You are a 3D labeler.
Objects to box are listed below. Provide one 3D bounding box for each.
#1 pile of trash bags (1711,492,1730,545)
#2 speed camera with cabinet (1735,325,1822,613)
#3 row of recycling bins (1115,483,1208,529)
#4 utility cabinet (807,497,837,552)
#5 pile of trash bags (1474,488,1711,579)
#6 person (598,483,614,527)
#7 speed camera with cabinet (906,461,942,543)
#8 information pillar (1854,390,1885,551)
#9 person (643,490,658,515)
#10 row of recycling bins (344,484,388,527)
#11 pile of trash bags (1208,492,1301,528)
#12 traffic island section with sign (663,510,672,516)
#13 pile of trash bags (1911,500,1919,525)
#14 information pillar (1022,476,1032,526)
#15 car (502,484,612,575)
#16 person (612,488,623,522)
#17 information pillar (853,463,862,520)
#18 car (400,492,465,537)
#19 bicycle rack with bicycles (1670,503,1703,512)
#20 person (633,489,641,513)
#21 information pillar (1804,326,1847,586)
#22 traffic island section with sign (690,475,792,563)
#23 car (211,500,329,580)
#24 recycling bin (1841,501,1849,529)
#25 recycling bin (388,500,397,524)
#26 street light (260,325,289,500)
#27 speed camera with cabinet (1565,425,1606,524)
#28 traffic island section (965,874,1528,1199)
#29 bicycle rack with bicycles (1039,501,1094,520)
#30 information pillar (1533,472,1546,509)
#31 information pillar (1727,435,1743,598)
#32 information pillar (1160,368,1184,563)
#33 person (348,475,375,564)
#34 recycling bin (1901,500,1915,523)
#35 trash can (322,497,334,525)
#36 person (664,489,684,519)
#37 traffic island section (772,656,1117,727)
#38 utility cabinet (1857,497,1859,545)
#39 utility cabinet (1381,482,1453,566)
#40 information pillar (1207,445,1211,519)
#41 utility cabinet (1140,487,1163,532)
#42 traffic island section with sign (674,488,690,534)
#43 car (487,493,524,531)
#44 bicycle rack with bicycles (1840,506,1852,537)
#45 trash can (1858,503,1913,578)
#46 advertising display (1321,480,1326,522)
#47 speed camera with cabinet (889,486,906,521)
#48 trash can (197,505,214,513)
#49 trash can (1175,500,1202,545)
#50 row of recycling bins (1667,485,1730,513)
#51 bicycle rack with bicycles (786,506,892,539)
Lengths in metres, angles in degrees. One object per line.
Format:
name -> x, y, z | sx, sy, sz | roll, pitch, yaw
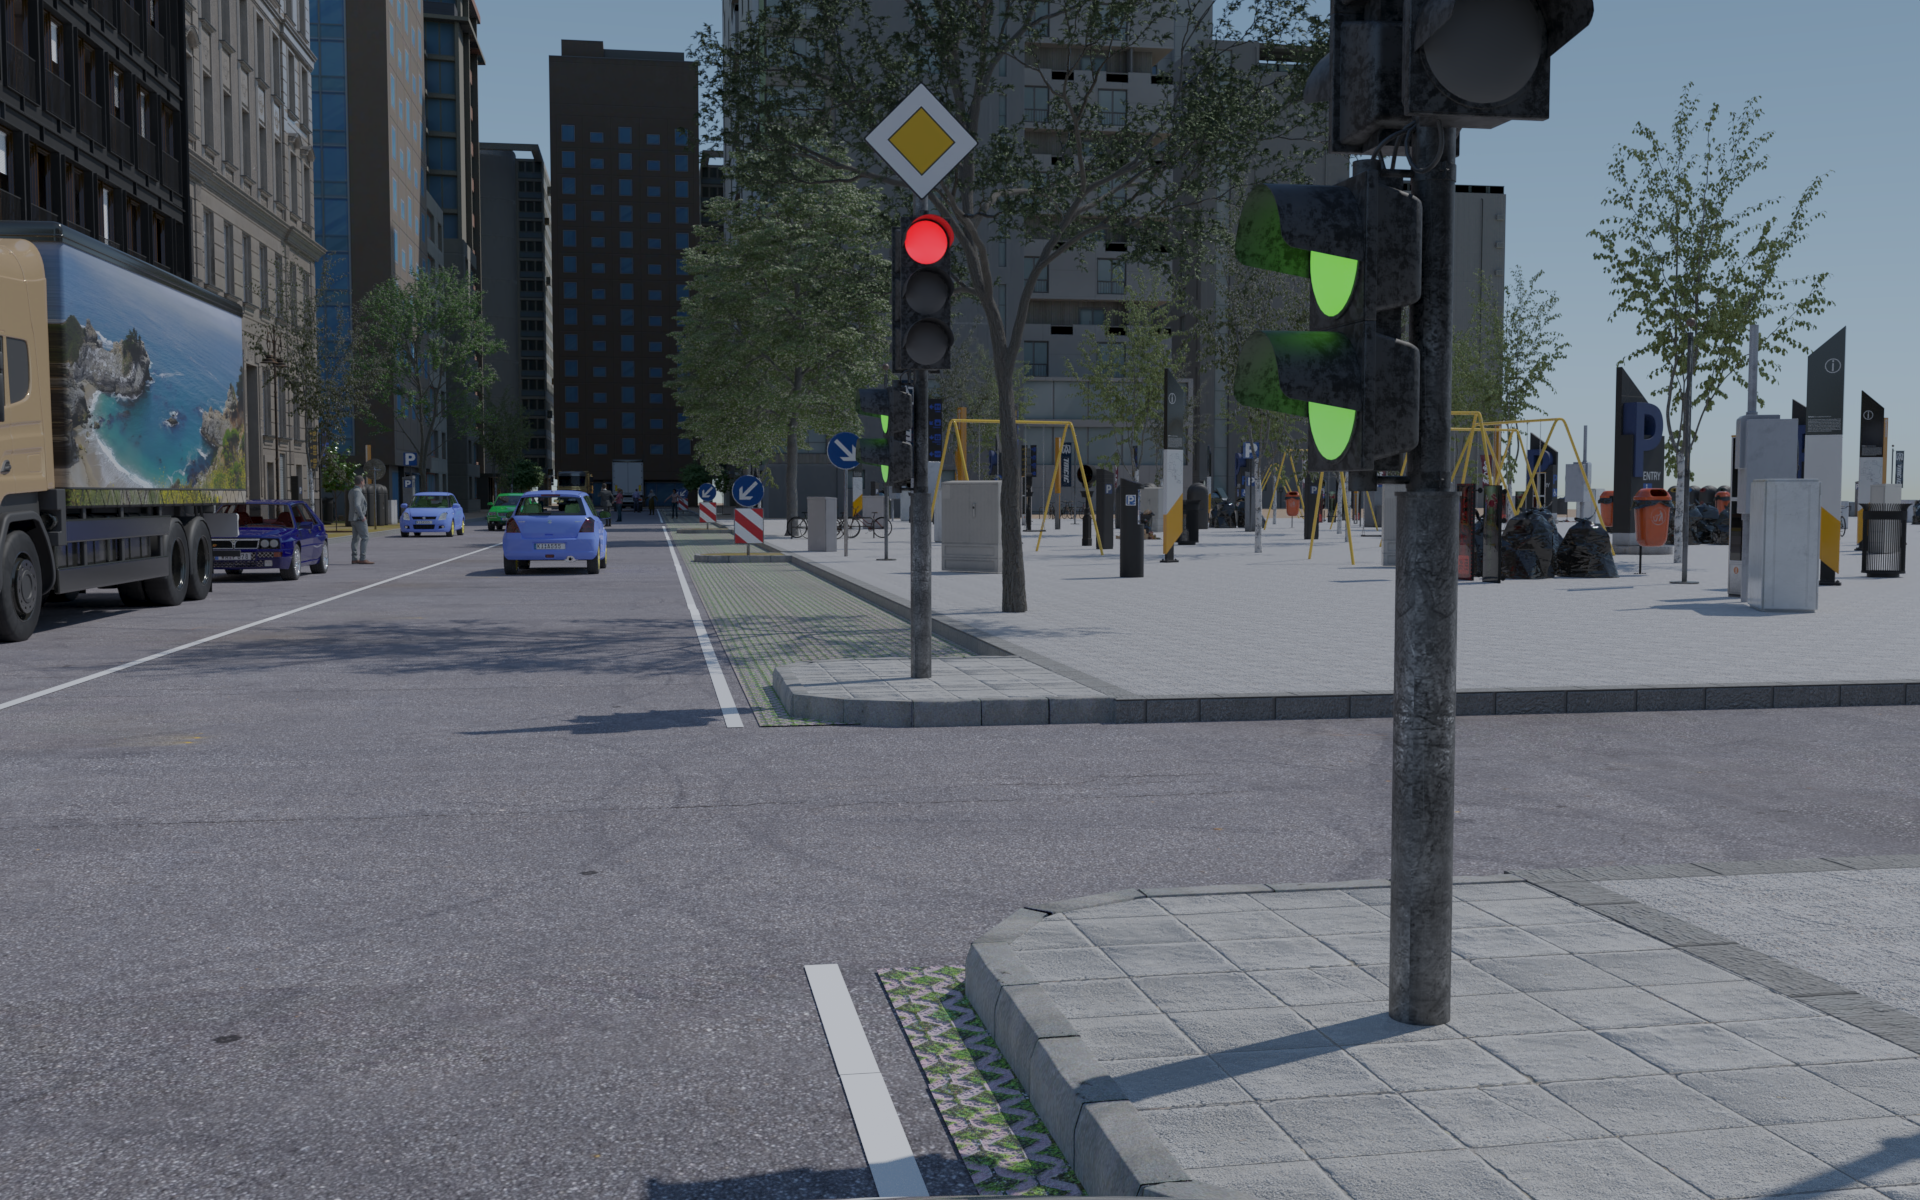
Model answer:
pile of trash bags -> 18.088, -2.112, 44.279 | 3.447, 1.369, 1.912 | 0, 4, 5
speed camera with cabinet -> 9.269, -1.547, 19.623 | 0.660, 3.252, 2.038 | 1, 4, 16
row of recycling bins -> 7.418, -3.466, 63.779 | 3.534, 1.692, 1.069 | 1, 4, 20
utility cabinet -> -3.084, -1.691, 38.814 | 0.306, 1.237, 1.020 | -2, 4, -28
pile of trash bags -> 9.596, -1.064, 27.153 | 3.447, 1.369, 1.912 | -1, 4, -14
person -> -15.547, -4.164, 75.942 | 0.474, 1.900, 0.648 | 3, 5, 40
speed camera with cabinet -> -0.502, -3.170, 46.171 | 0.660, 3.252, 2.038 | -3, 4, -37
information pillar -> 20.536, -2.919, 39.086 | 0.504, 3.616, 0.183 | 1, 4, 11
person -> -21.075, -6.658, 118.094 | 1.217, 1.736, 0.721 | 2, 4, 27
row of recycling bins -> -23.671, -3.799, 69.231 | 1.069, 1.692, 3.534 | 0, 4, -2
pile of trash bags -> 11.121, -3.401, 65.355 | 3.447, 1.369, 1.912 | 0, 4, 8
traffic island section with sign -> -18.074, -6.341, 112.302 | 1.989, 1.847, 2.006 | -1, 4, -10
pile of trash bags -> 41.407, -3.883, 73.247 | 1.912, 1.369, 3.447 | 3, 4, 36
information pillar -> 2.719, -4.048, 70.669 | 0.304, 2.012, 0.304 | 3, 4, 38
car -> -7.484, -1.383, 32.200 | 1.945, 1.707, 3.694 | -1, 4, -9
person -> -17.728, -4.922, 89.696 | 0.721, 1.743, 1.217 | 1, 4, 13
information pillar -> -5.068, -5.752, 85.405 | 0.504, 3.616, 0.183 | -1, 4, -22
car -> -17.871, -3.002, 58.677 | 1.945, 1.707, 3.694 | 0, 4, -8
bicycle rack with bicycles -> 28.725, -3.269, 66.836 | 2.925, 0.926, 2.852 | 0, 4, 7
person -> -24.919, -7.670, 133.769 | 0.709, 1.838, 0.599 | 1, 4, 17
information pillar -> 12.119, -2.013, 24.272 | 0.504, 3.616, 0.183 | 2, 4, 33
traffic island section with sign -> -4.636, -1.719, 36.733 | 1.989, 1.847, 2.006 | -1, 4, -10
car -> -12.057, -1.054, 29.817 | 1.945, 1.354, 3.894 | -1, 4, -10
recycling bin -> 32.001, -3.112, 63.441 | 0.722, 1.027, 0.722 | -2, 4, -24
recycling bin -> -24.307, -3.719, 73.353 | 0.722, 1.027, 0.722 | 0, 4, 2
street light -> -18.755, -4.571, 47.519 | 0.468, 5.910, 1.993 | -1, 4, -10
speed camera with cabinet -> 18.245, -3.437, 50.525 | 0.660, 3.252, 2.038 | 3, 4, 37
traffic island section -> 1.149, 1.103, 4.252 | 2.009, 0.180, 2.903 | -1, 4, -10
bicycle rack with bicycles -> 5.260, -4.576, 88.206 | 2.852, 0.926, 2.925 | -1, 4, -18
information pillar -> 19.678, -3.325, 58.862 | 0.304, 2.012, 0.304 | -1, 4, -12
information pillar -> 9.776, -1.040, 21.496 | 0.304, 2.012, 0.304 | -1, 4, -14
information pillar -> 3.979, -2.510, 32.386 | 0.504, 3.616, 0.183 | -3, 5, -44
person -> -12.294, -1.639, 35.398 | 0.391, 1.810, 0.635 | -3, 5, -43
recycling bin -> 42.598, -3.984, 77.699 | 0.722, 1.027, 0.722 | 3, 4, 37
trash can -> -26.439, -3.701, 72.159 | 0.748, 1.137, 0.748 | 0, 3, 0
person -> -16.628, -5.601, 100.787 | 1.217, 1.736, 0.721 | 1, 4, 9
traffic island section -> -0.250, 0.622, 12.114 | 2.009, 0.180, 2.903 | -1, 4, -10
utility cabinet -> 23.053, -1.988, 43.664 | 1.020, 1.237, 0.306 | -2, 4, -31
utility cabinet -> 8.028, -1.330, 30.425 | 1.173, 1.500, 0.318 | 0, 4, 6
information pillar -> 11.958, -5.618, 83.205 | 0.183, 3.616, 0.504 | 0, 4, -6
utility cabinet -> 6.384, -3.010, 57.886 | 0.318, 1.500, 1.173 | -2, 4, -28
traffic island section with sign -> -9.353, -3.342, 63.274 | 1.989, 1.847, 2.006 | -1, 4, -10
car -> -17.744, -3.683, 69.021 | 1.959, 1.807, 4.718 | -1, 4, -8
bicycle rack with bicycles -> 27.177, -2.411, 52.809 | 2.852, 0.926, 2.925 | 2, 4, 31
trash can -> 14.270, -0.923, 26.743 | 0.748, 1.137, 0.748 | 0, 3, 0
advertising display -> 16.364, -4.553, 79.657 | 0.974, 1.923, 0.123 | 3, 4, 36
speed camera with cabinet -> -2.612, -5.359, 81.963 | 0.660, 3.252, 2.038 | -2, 4, -33
trash can -> -16.904, -1.642, 38.498 | 0.748, 1.137, 0.748 | 0, 3, 0
trash can -> 5.713, -1.954, 43.607 | 0.748, 1.137, 0.748 | 0, 3, 0
row of recycling bins -> 35.350, -4.627, 82.765 | 1.069, 1.692, 3.534 | -2, 4, -29
bicycle rack with bicycles -> -3.738, -2.232, 49.876 | 2.925, 0.926, 2.852 | 1, 4, 23
